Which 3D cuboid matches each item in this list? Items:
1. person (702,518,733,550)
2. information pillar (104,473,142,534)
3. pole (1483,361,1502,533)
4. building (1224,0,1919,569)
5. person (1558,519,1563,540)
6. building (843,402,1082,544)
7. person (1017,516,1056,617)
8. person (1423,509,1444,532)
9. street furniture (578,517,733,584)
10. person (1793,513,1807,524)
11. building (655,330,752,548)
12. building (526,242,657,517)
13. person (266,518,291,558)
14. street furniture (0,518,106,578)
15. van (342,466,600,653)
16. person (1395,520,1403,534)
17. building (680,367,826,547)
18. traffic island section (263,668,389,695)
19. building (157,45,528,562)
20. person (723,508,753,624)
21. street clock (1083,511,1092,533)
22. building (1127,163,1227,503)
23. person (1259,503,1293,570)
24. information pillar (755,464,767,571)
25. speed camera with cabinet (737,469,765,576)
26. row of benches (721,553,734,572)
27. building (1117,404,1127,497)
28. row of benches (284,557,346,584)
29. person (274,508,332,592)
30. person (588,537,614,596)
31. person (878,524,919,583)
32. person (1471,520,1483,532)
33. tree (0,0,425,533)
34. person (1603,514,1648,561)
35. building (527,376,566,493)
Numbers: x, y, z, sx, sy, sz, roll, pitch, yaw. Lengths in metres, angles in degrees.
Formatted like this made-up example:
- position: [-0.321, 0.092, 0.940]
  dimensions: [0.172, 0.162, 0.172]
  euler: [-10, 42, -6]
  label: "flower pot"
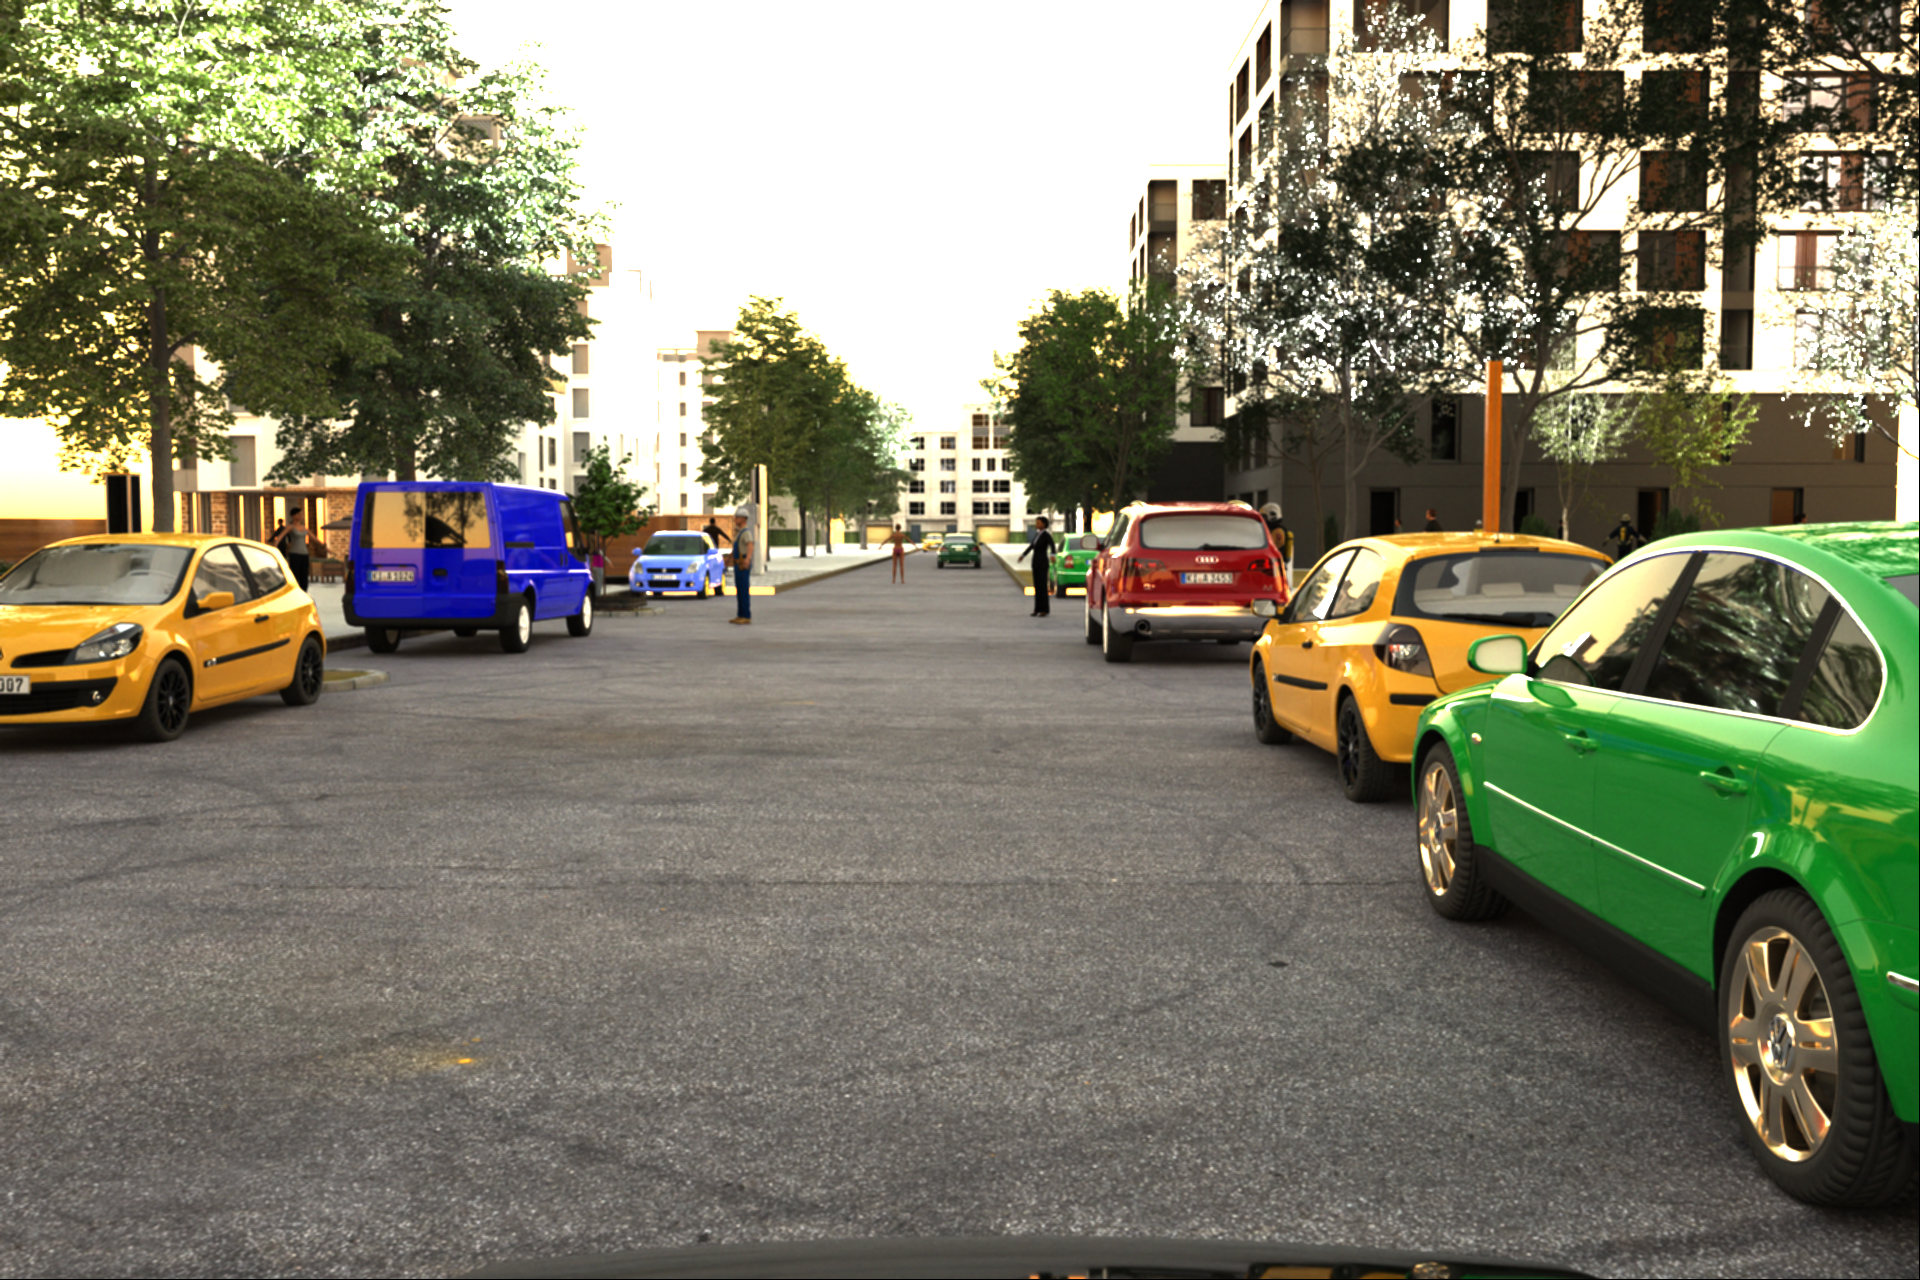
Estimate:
- position: [-8.108, -3.098, 56.792]
  dimensions: [1.346, 1.812, 0.704]
  euler: [0, 4, -8]
  label: "person"
- position: [-10.042, -0.999, 20.833]
  dimensions: [0.304, 2.012, 0.304]
  euler: [0, 3, 0]
  label: "information pillar"
- position: [6.298, -1.632, 20.526]
  dimensions: [0.158, 3.312, 0.155]
  euler: [0, 3, 0]
  label: "pole"
- position: [25.678, -14.370, 78.925]
  dimensions: [27.936, 21.610, 32.646]
  euler: [0, 3, 0]
  label: "building"
- position: [21.552, -3.420, 61.858]
  dimensions: [0.705, 1.837, 1.347]
  euler: [1, 4, 22]
  label: "person"
- position: [0.789, -22.654, 239.310]
  dimensions: [31.486, 18.905, 16.747]
  euler: [0, 4, 6]
  label: "building"
- position: [1.343, -1.280, 30.112]
  dimensions: [0.721, 1.740, 1.216]
  euler: [-2, 4, -27]
  label: "person"
- position: [9.735, -1.813, 35.863]
  dimensions: [1.348, 1.803, 0.705]
  euler: [-3, 5, -42]
  label: "person"
- position: [-9.140, -2.494, 47.639]
  dimensions: [9.812, 1.723, 11.010]
  euler: [-1, 4, -15]
  label: "street furniture"
- position: [18.352, -1.883, 37.626]
  dimensions: [0.721, 1.735, 1.217]
  euler: [0, 4, -3]
  label: "person"
- position: [-25.980, -18.657, 161.459]
  dimensions: [16.016, 20.090, 11.380]
  euler: [0, 3, 0]
  label: "building"
- position: [-27.275, -15.735, 113.686]
  dimensions: [16.016, 20.090, 11.380]
  euler: [0, 4, 1]
  label: "building"
- position: [-21.949, -3.041, 55.939]
  dimensions: [0.704, 1.802, 1.346]
  euler: [1, 4, 11]
  label: "person"
- position: [-28.164, -2.566, 48.809]
  dimensions: [11.010, 1.723, 9.812]
  euler: [3, 5, 45]
  label: "street furniture"
- position: [-6.151, -1.109, 22.511]
  dimensions: [2.240, 2.365, 5.245]
  euler: [0, 4, 1]
  label: "van"
- position: [15.742, -3.427, 62.298]
  dimensions: [0.705, 1.796, 1.348]
  euler: [1, 4, 11]
  label: "person"
- position: [-24.805, -20.007, 193.576]
  dimensions: [16.747, 18.905, 31.486]
  euler: [0, 4, 1]
  label: "building"
- position: [-6.548, 0.397, 16.369]
  dimensions: [1.991, 0.108, 1.994]
  euler: [0, 4, 1]
  label: "traffic island section"
- position: [-25.468, -12.975, 68.566]
  dimensions: [16.016, 20.090, 11.380]
  euler: [0, 4, 1]
  label: "building"
- position: [-3.516, -1.188, 27.742]
  dimensions: [0.705, 1.847, 1.347]
  euler: [-1, 4, -22]
  label: "person"
- position: [4.047, -3.066, 54.699]
  dimensions: [0.358, 2.002, 0.471]
  euler: [0, 4, -1]
  label: "street clock"
- position: [24.551, -16.392, 111.980]
  dimensions: [27.936, 21.610, 32.646]
  euler: [0, 4, 1]
  label: "building"
- position: [4.242, -0.951, 23.775]
  dimensions: [0.705, 1.858, 1.354]
  euler: [0, 4, 1]
  label: "person"
- position: [-6.801, -4.149, 59.145]
  dimensions: [0.184, 3.620, 1.656]
  euler: [0, 4, 1]
  label: "information pillar"
- position: [-6.477, -3.626, 53.613]
  dimensions: [0.660, 3.252, 2.038]
  euler: [0, 4, 1]
  label: "speed camera with cabinet"
- position: [-8.815, -2.683, 59.329]
  dimensions: [4.104, 0.672, 1.422]
  euler: [3, 4, 38]
  label: "row of benches"
- position: [25.874, -19.151, 179.577]
  dimensions: [16.747, 18.905, 31.486]
  euler: [0, 4, 0]
  label: "building"
- position: [-17.485, -1.906, 46.627]
  dimensions: [1.422, 0.672, 4.104]
  euler: [-3, 4, -36]
  label: "row of benches"
- position: [-11.249, -1.393, 29.579]
  dimensions: [0.721, 1.737, 1.217]
  euler: [2, 4, 29]
  label: "person"
- position: [-7.166, -1.394, 34.512]
  dimensions: [0.599, 1.433, 0.991]
  euler: [-3, 4, -38]
  label: "person"
- position: [-1.803, -2.535, 50.705]
  dimensions: [1.217, 1.733, 0.721]
  euler: [0, 4, 1]
  label: "person"
- position: [18.583, -3.397, 62.001]
  dimensions: [1.216, 1.772, 0.721]
  euler: [2, 4, 29]
  label: "person"
- position: [-12.265, -6.627, 26.481]
  dimensions: [7.486, 12.596, 7.792]
  euler: [0, 3, 0]
  label: "tree"
- position: [19.473, -2.747, 50.691]
  dimensions: [1.354, 1.856, 0.705]
  euler: [3, 4, 38]
  label: "person"
- position: [-26.550, -9.459, 96.803]
  dimensions: [9.099, 9.664, 28.070]
  euler: [0, 4, 1]
  label: "building"
